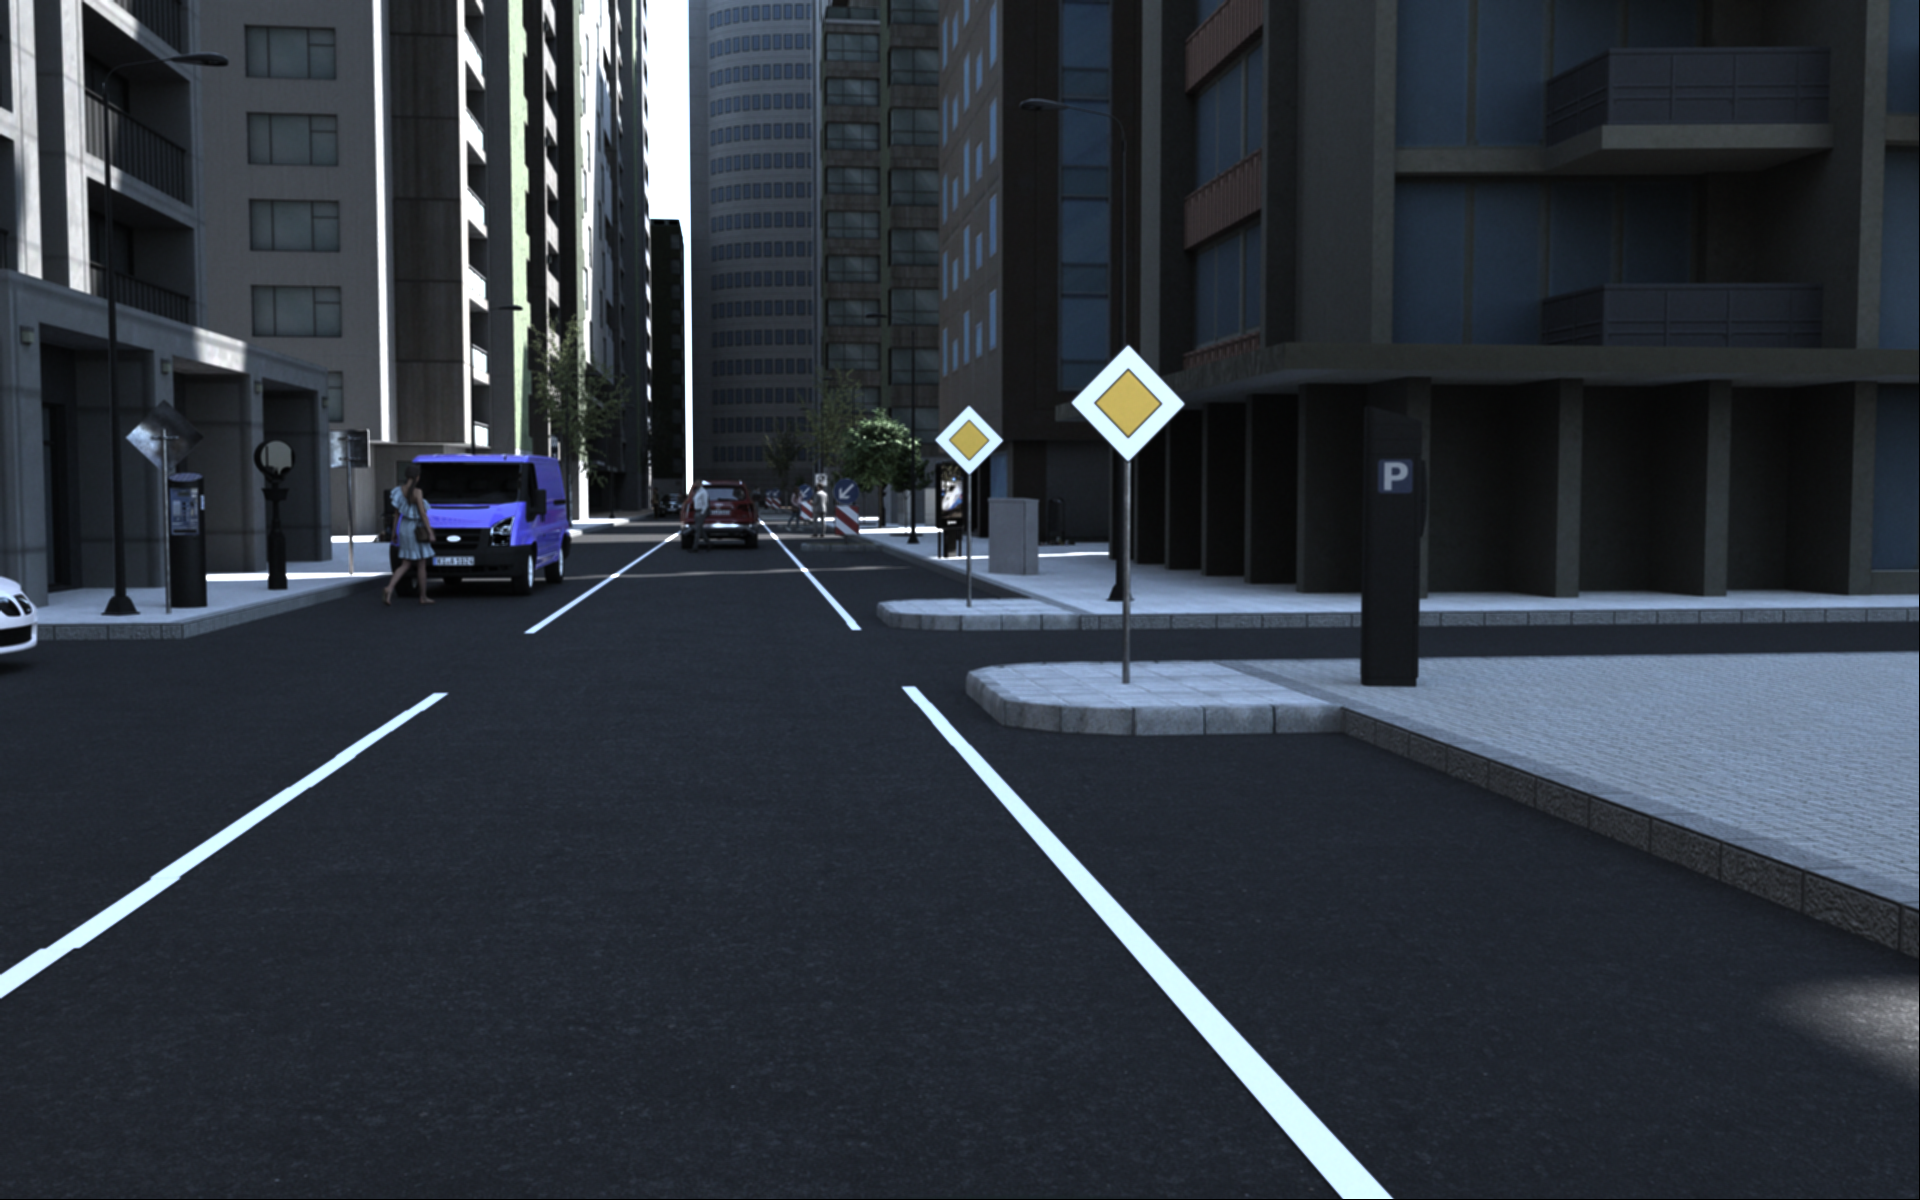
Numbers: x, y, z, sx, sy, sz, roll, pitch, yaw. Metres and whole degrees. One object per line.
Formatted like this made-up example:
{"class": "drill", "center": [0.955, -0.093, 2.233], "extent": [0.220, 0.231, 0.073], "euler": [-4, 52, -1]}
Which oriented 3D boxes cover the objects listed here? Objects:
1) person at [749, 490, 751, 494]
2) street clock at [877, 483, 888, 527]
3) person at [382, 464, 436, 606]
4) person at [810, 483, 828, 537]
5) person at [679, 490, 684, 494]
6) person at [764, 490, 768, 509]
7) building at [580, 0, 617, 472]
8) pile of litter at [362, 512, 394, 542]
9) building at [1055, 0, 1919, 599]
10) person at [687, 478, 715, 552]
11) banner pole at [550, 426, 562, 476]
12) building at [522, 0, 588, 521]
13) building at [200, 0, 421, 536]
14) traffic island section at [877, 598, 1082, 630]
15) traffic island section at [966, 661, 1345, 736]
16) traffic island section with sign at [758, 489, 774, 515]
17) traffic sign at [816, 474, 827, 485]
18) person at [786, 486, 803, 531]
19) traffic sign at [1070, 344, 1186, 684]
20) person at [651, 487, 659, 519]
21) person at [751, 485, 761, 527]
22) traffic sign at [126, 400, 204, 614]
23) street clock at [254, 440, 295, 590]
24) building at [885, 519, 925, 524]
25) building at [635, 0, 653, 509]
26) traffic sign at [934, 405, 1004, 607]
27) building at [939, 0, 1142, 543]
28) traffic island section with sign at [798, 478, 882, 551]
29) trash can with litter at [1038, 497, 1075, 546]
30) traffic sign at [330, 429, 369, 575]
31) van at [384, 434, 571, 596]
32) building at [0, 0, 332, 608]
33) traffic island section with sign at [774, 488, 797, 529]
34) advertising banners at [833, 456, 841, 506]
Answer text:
{"class": "person", "center": [-17.639, -8.380, 146.068], "extent": [0.434, 1.755, 0.990], "euler": [2, 4, 34]}
{"class": "street clock", "center": [-3.071, -3.907, 68.441], "extent": [0.358, 2.002, 0.471], "euler": [3, 4, 37]}
{"class": "person", "center": [-7.031, -0.834, 22.224], "extent": [0.616, 1.811, 0.778], "euler": [2, 4, 33]}
{"class": "person", "center": [-4.727, -2.997, 57.701], "extent": [0.583, 1.804, 0.606], "euler": [2, 4, 34]}
{"class": "person", "center": [-22.569, -8.057, 140.674], "extent": [0.683, 1.767, 0.568], "euler": [-1, 4, -17]}
{"class": "person", "center": [-17.886, -9.287, 160.297], "extent": [0.705, 1.831, 1.348], "euler": [1, 4, 13]}
{"class": "building", "center": [-35.450, -31.509, 104.410], "extent": [28.713, 52.752, 27.495], "euler": [0, 4, -7]}
{"class": "pile of litter", "center": [-15.140, -1.983, 46.387], "extent": [1.719, 0.858, 1.176], "euler": [1, 4, 23]}
{"class": "building", "center": [16.641, -23.014, 30.906], "extent": [28.867, 44.769, 22.147], "euler": [0, 4, -7]}
{"class": "person", "center": [-6.440, -2.098, 42.897], "extent": [0.850, 1.850, 0.679], "euler": [-3, 5, -40]}
{"class": "banner pole", "center": [-14.816, -4.510, 63.762], "extent": [0.401, 3.779, 0.863], "euler": [1, 4, 23]}
{"class": "building", "center": [-24.974, -18.819, 79.388], "extent": [14.160, 30.474, 14.107], "euler": [0, 4, -7]}
{"class": "building", "center": [-22.353, -22.848, 57.159], "extent": [14.154, 41.232, 14.086], "euler": [0, 4, -7]}
{"class": "traffic island section", "center": [0.122, 0.160, 19.663], "extent": [2.009, 0.180, 2.903], "euler": [0, 4, -7]}
{"class": "traffic island section", "center": [1.143, 0.645, 11.743], "extent": [2.009, 0.180, 2.903], "euler": [0, 4, -7]}
{"class": "traffic island section with sign", "center": [-12.985, -6.887, 121.222], "extent": [1.989, 1.847, 2.006], "euler": [0, 4, -7]}
{"class": "traffic sign", "center": [-6.958, -5.185, 86.898], "extent": [0.606, 2.300, 0.079], "euler": [0, 4, -4]}
{"class": "person", "center": [-6.458, -3.578, 67.586], "extent": [0.643, 1.750, 0.593], "euler": [1, 4, 22]}
{"class": "traffic sign", "center": [1.121, -0.491, 11.663], "extent": [0.795, 2.450, 0.064], "euler": [0, 4, -7]}
{"class": "person", "center": [-17.548, -5.573, 99.718], "extent": [0.705, 1.812, 1.348], "euler": [-1, 4, -23]}
{"class": "person", "center": [-8.862, -4.105, 75.422], "extent": [0.447, 1.846, 0.655], "euler": [-2, 4, -26]}
{"class": "traffic sign", "center": [-8.477, -0.909, 18.501], "extent": [0.795, 2.450, 0.064], "euler": [0, 4, -7]}
{"class": "street clock", "center": [-9.182, -1.142, 23.248], "extent": [0.471, 2.002, 0.358], "euler": [-3, 5, -42]}
{"class": "building", "center": [3.125, -18.916, 80.977], "extent": [14.160, 30.474, 14.107], "euler": [0, 4, -7]}
{"class": "building", "center": [-41.981, -37.412, 153.687], "extent": [28.212, 58.520, 21.231], "euler": [0, 4, -7]}
{"class": "traffic sign", "center": [0.099, -0.975, 19.583], "extent": [0.795, 2.450, 0.064], "euler": [0, 4, -7]}
{"class": "building", "center": [7.036, -24.568, 51.793], "extent": [14.600, 45.320, 14.200], "euler": [0, 4, -7]}
{"class": "traffic island section with sign", "center": [-3.058, -2.182, 44.309], "extent": [1.989, 1.847, 2.006], "euler": [0, 4, -7]}
{"class": "trash can with litter", "center": [2.047, -1.980, 43.430], "extent": [2.233, 1.210, 1.678], "euler": [-3, 4, -39]}
{"class": "traffic sign", "center": [-9.628, -1.542, 27.338], "extent": [0.606, 2.300, 0.079], "euler": [0, 4, -1]}
{"class": "van", "center": [-7.166, -1.331, 26.144], "extent": [2.240, 2.365, 5.245], "euler": [0, 4, -6]}
{"class": "building", "center": [-21.763, -35.933, 25.751], "extent": [20.563, 71.187, 20.611], "euler": [0, 4, -7]}
{"class": "traffic island section with sign", "center": [-6.496, -3.818, 71.045], "extent": [1.989, 1.847, 2.006], "euler": [0, 4, -7]}
{"class": "advertising banners", "center": [-5.420, -4.931, 76.812], "extent": [0.090, 3.025, 2.074], "euler": [0, 4, 4]}
